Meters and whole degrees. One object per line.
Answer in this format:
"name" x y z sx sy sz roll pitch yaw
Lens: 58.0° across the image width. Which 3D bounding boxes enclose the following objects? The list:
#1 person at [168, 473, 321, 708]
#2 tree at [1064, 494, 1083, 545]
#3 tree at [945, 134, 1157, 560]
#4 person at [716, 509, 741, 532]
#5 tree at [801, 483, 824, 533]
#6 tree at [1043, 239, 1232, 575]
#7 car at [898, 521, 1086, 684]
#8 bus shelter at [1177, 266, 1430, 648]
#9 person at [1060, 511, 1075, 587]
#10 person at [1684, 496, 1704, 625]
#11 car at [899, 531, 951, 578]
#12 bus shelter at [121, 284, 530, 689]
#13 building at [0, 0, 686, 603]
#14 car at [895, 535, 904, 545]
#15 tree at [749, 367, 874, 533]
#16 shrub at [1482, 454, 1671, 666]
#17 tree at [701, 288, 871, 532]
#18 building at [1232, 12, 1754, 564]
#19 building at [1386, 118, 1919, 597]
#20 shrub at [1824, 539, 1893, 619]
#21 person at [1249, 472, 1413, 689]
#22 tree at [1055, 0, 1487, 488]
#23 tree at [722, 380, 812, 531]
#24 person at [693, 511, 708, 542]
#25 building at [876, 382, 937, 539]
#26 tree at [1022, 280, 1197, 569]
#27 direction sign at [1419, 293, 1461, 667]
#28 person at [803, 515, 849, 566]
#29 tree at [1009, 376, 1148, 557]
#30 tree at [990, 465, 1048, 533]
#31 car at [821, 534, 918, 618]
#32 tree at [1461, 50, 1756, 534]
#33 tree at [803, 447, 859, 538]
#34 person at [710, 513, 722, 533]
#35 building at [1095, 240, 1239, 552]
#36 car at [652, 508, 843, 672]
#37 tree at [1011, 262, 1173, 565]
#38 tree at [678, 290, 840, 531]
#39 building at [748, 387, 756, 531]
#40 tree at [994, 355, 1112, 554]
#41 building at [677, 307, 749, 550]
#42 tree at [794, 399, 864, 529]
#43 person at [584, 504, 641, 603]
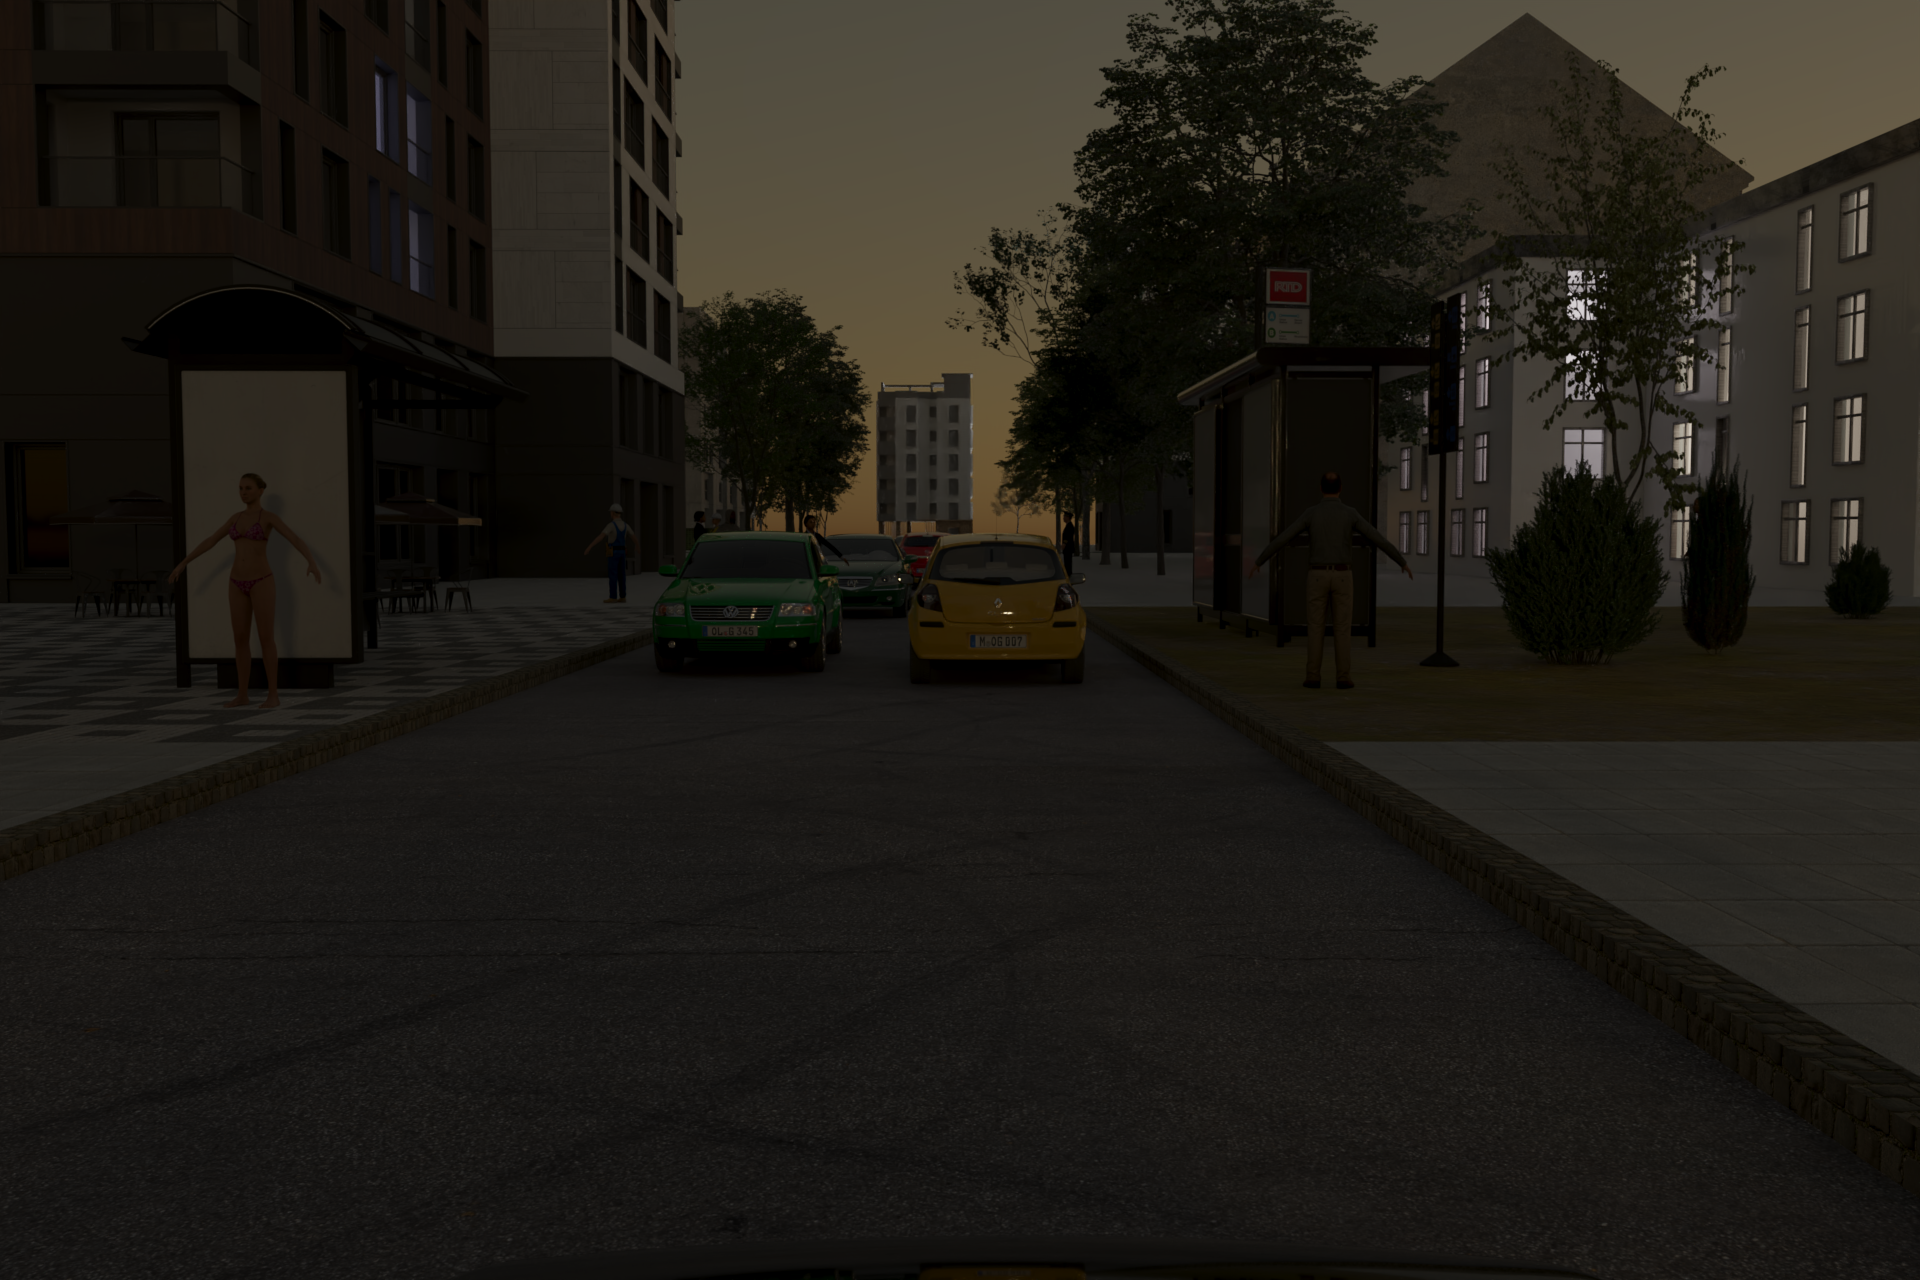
"person" -5.264 -0.366 12.789 1.217 1.733 0.721 1 4 10
"tree" 14.108 -15.586 205.188 4.737 8.622 4.395 0 3 0
"tree" 5.648 -13.997 84.741 12.611 20.169 13.585 0 3 0
"person" -4.842 -1.870 36.697 0.705 1.813 1.348 3 5 41
"tree" -9.435 -10.195 117.052 4.360 8.622 3.978 0 3 0
"tree" 5.945 -7.277 53.394 7.601 10.594 8.767 -2 4 -28
"car" 0.342 -0.476 18.013 2.015 1.641 3.980 0 4 0
"bus shelter" 4.285 -2.817 23.695 2.179 5.291 8.768 0 4 -1
"person" 2.558 -2.171 41.430 0.705 1.837 1.347 0 4 7
"person" 10.233 -1.087 23.991 0.704 1.802 1.346 1 4 16
"car" -0.843 -2.262 46.017 2.155 1.783 4.494 0 4 0
"bus shelter" -5.808 -1.400 16.819 2.014 3.302 5.546 0 4 -1
"building" -23.966 -12.450 47.533 27.936 21.610 32.646 0 4 -1
"car" -2.584 -4.614 87.797 2.083 1.381 4.827 0 4 0
"tree" -9.293 -10.819 102.650 9.928 11.665 9.643 0 3 0
"shrub" 6.103 -0.801 17.143 1.661 2.075 1.752 0 3 0
"tree" -8.769 -11.197 89.728 9.857 13.997 8.962 0 3 0
"building" 23.894 -15.395 82.634 19.493 23.208 18.063 0 3 0
"building" 20.022 -6.531 48.923 9.099 9.664 28.070 0 4 0
"shrub" 13.618 -0.925 26.245 1.383 1.207 1.383 0 3 0
"person" 3.083 -0.499 14.437 1.348 1.796 0.705 1 4 12
"tree" 7.089 -8.132 39.619 9.857 13.997 8.962 0 3 0
"tree" -9.142 -7.997 81.116 4.737 8.622 4.395 0 3 0
"person" -5.023 -1.675 34.108 0.721 1.740 1.216 -1 4 -19
"building" -9.691 -21.383 208.488 11.380 20.090 16.016 0 4 6
"tree" 5.796 -7.932 64.108 7.601 10.594 8.767 0 4 4
"direction sign" 4.673 -1.515 16.772 0.379 3.537 0.876 0 4 -1
"person" -2.330 -1.118 27.458 1.216 1.740 0.721 -2 4 -27
"tree" 6.759 -10.525 97.845 9.928 11.665 9.643 0 3 0
"tree" 7.092 -16.625 206.236 7.601 10.594 8.767 0 4 2
"car" -1.814 -1.188 31.217 2.131 1.459 4.920 0 4 0
"tree" 9.944 -4.633 26.113 4.737 8.622 4.395 0 3 0
"tree" -8.796 -9.812 110.795 4.360 8.622 3.978 0 3 0
"person" -5.761 -2.076 40.404 0.721 1.772 1.216 -2 4 -30
"building" 24.455 -17.901 136.653 27.936 21.610 32.646 0 4 0
"car" -2.294 -0.649 19.407 1.959 1.807 4.718 0 4 -1
"tree" 6.021 -9.440 72.477 7.486 12.596 7.792 0 3 0
"tree" -8.879 -9.013 73.114 9.928 11.665 9.643 0 3 0
"building" -27.076 -19.484 174.975 16.016 20.090 11.380 0 4 -1
"tree" 5.965 -11.685 109.178 7.486 12.596 7.792 0 3 0
"building" -28.656 -17.389 150.766 16.747 18.905 31.486 0 4 0
"tree" -17.496 -21.629 209.524 12.611 20.169 13.585 0 3 0
"person" -6.425 -1.618 32.309 0.705 1.847 1.347 3 4 36
